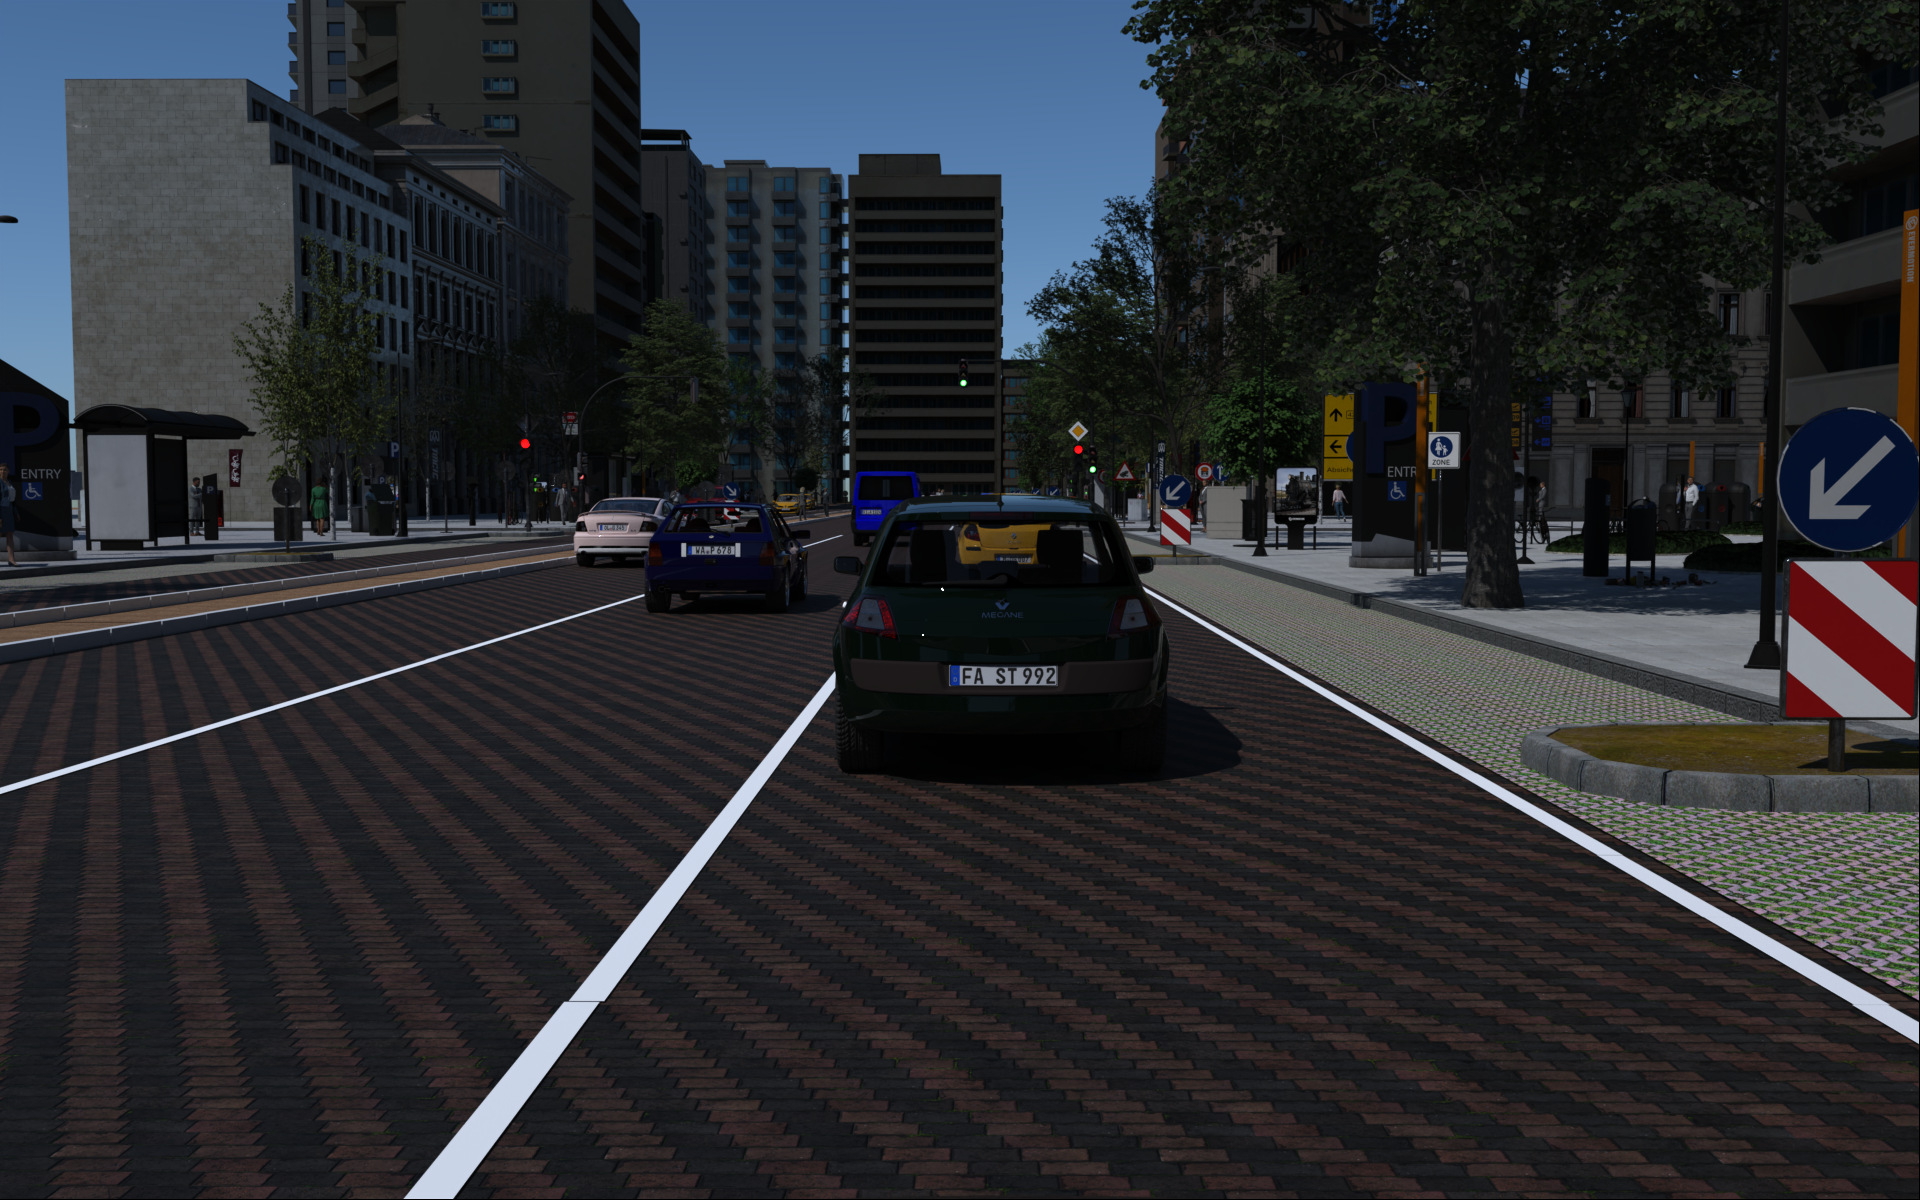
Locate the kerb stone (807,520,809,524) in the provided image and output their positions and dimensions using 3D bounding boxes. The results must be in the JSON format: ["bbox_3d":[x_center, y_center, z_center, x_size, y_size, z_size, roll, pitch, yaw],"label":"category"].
[{"bbox_3d":[-7.460,-3.730,83.180,0.120,0.150,1.000,0,4,1],"label":"kerb stone"}]

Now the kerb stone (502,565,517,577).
[{"bbox_3d":[-7.998,-0.500,30.366,0.120,0.150,1.000,0,4,1],"label":"kerb stone"}]

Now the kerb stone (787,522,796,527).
[{"bbox_3d":[-7.518,-3.354,77.034,0.120,0.150,1.000,0,4,1],"label":"kerb stone"}]

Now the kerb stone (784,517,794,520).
[{"bbox_3d":[-9.431,-4.479,95.538,0.120,0.150,1.000,0,4,1],"label":"kerb stone"}]

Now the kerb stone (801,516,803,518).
[{"bbox_3d":[-9.377,-4.798,100.676,0.120,0.150,1.000,0,4,1],"label":"kerb stone"}]

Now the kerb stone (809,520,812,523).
[{"bbox_3d":[-7.443,-3.792,84.202,0.120,0.150,1.000,0,4,1],"label":"kerb stone"}]

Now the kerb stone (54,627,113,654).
[{"bbox_3d":[-8.149,0.380,15.978,0.120,0.150,1.000,0,4,1],"label":"kerb stone"}]

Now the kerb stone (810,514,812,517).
[{"bbox_3d":[-9.329,-5.115,105.820,0.120,0.150,1.000,0,4,1],"label":"kerb stone"}]

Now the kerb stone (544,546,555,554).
[{"bbox_3d":[-9.982,-1.190,41.657,0.120,0.150,1.000,0,4,1],"label":"kerb stone"}]

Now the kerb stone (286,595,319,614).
[{"bbox_3d":[-8.093,0.066,21.108,0.120,0.150,1.000,0,4,1],"label":"kerb stone"}]

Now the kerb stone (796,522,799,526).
[{"bbox_3d":[-7.503,-3.416,78.065,0.120,0.150,1.000,0,4,1],"label":"kerb stone"}]

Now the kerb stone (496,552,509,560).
[{"bbox_3d":[-10.025,-0.940,37.565,0.120,0.150,1.000,0,4,1],"label":"kerb stone"}]

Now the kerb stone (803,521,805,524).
[{"bbox_3d":[-7.480,-3.601,81.136,0.120,0.150,1.000,0,4,1],"label":"kerb stone"}]

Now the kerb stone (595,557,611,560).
[{"bbox_3d":[-7.910,-1.001,38.559,0.120,0.150,1.000,0,4,1],"label":"kerb stone"}]

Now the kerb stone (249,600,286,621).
[{"bbox_3d":[-8.104,0.129,20.080,0.120,0.150,1.000,0,4,1],"label":"kerb stone"}]

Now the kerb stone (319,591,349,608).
[{"bbox_3d":[-8.082,0.003,22.144,0.120,0.150,1.000,0,4,1],"label":"kerb stone"}]

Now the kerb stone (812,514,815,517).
[{"bbox_3d":[-9.296,-5.240,107.867,0.120,0.150,1.000,0,4,1],"label":"kerb stone"}]

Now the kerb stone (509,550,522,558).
[{"bbox_3d":[-10.015,-1.003,38.590,0.120,0.150,1.000,0,4,1],"label":"kerb stone"}]

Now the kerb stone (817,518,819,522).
[{"bbox_3d":[-7.410,-4.044,88.310,0.120,0.150,1.000,0,4,1],"label":"kerb stone"}]

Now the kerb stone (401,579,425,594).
[{"bbox_3d":[-8.053,-0.185,25.220,0.120,0.150,1.000,0,4,1],"label":"kerb stone"}]

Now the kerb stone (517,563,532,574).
[{"bbox_3d":[-7.991,-0.563,31.396,0.120,0.150,1.000,0,4,1],"label":"kerb stone"}]

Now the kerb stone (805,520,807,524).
[{"bbox_3d":[-7.474,-3.663,82.158,0.120,0.150,1.000,0,4,1],"label":"kerb stone"}]

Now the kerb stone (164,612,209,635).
[{"bbox_3d":[-8.122,0.258,18.025,0.120,0.150,1.000,0,4,1],"label":"kerb stone"}]

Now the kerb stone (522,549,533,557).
[{"bbox_3d":[-10.007,-1.065,39.612,0.120,0.150,1.000,0,4,1],"label":"kerb stone"}]

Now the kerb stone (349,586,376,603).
[{"bbox_3d":[-8.078,-0.056,23.166,0.120,0.150,1.000,0,4,1],"label":"kerb stone"}]

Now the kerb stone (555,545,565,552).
[{"bbox_3d":[-9.978,-1.250,42.698,0.120,0.150,1.000,0,4,1],"label":"kerb stone"}]

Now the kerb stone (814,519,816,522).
[{"bbox_3d":[-7.426,-3.918,86.254,0.120,0.150,1.000,0,4,1],"label":"kerb stone"}]

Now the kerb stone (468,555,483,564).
[{"bbox_3d":[-10.047,-0.811,35.522,0.120,0.150,1.000,0,4,1],"label":"kerb stone"}]

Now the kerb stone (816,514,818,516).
[{"bbox_3d":[-9.283,-5.365,109.914,0.120,0.150,1.000,0,4,1],"label":"kerb stone"}]

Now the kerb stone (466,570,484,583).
[{"bbox_3d":[-8.016,-0.373,28.301,0.120,0.150,1.000,0,4,1],"label":"kerb stone"}]

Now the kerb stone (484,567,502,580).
[{"bbox_3d":[-8.005,-0.427,29.329,0.120,0.150,1.000,0,4,1],"label":"kerb stone"}]

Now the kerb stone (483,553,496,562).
[{"bbox_3d":[-10.039,-0.878,36.543,0.120,0.150,1.000,0,4,1],"label":"kerb stone"}]

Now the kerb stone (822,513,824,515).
[{"bbox_3d":[-9.238,-5.616,114.009,0.120,0.150,1.000,0,4,1],"label":"kerb stone"}]

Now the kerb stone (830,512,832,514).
[{"bbox_3d":[-9.185,-5.981,120.150,0.120,0.150,1.000,0,4,1],"label":"kerb stone"}]

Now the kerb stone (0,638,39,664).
[{"bbox_3d":[-8.159,0.443,14.954,0.120,0.150,1.000,0,4,1],"label":"kerb stone"}]

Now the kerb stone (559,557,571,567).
[{"bbox_3d":[-7.965,-0.750,34.465,0.120,0.150,1.000,0,4,1],"label":"kerb stone"}]

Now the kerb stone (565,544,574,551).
[{"bbox_3d":[-9.960,-1.316,43.719,0.120,0.150,1.000,0,4,1],"label":"kerb stone"}]

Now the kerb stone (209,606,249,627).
[{"bbox_3d":[-8.123,0.192,19.057,0.120,0.150,1.000,0,4,1],"label":"kerb stone"}]

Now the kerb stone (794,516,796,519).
[{"bbox_3d":[-9.423,-4.547,96.561,0.120,0.150,1.000,0,4,1],"label":"kerb stone"}]

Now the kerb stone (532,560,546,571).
[{"bbox_3d":[-7.987,-0.620,32.419,0.120,0.150,1.000,0,4,1],"label":"kerb stone"}]

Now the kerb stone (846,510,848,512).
[{"bbox_3d":[-9.029,-6.869,134.514,0.120,0.150,1.000,0,4,1],"label":"kerb stone"}]

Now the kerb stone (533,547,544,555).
[{"bbox_3d":[-9.996,-1.128,40.634,0.120,0.150,1.000,0,4,1],"label":"kerb stone"}]

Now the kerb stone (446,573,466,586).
[{"bbox_3d":[-8.035,-0.311,27.276,0.120,0.150,1.000,0,4,1],"label":"kerb stone"}]

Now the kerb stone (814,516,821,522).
[{"bbox_3d":[-7.399,-4.105,89.349,0.120,0.150,1.000,0,4,1],"label":"kerb stone"}]

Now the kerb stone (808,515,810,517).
[{"bbox_3d":[-9.335,-5.051,104.786,0.120,0.150,1.000,0,4,1],"label":"kerb stone"}]

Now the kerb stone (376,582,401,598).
[{"bbox_3d":[-8.071,-0.123,24.198,0.120,0.150,1.000,0,4,1],"label":"kerb stone"}]

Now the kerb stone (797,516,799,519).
[{"bbox_3d":[-9.404,-4.675,98.623,0.120,0.150,1.000,0,4,1],"label":"kerb stone"}]

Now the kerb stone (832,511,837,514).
[{"bbox_3d":[-9.129,-6.242,124.247,0.120,0.150,1.000,0,4,1],"label":"kerb stone"}]

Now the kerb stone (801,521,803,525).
[{"bbox_3d":[-7.486,-3.542,80.110,0.120,0.150,1.000,0,4,1],"label":"kerb stone"}]

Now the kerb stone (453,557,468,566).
[{"bbox_3d":[-10.067,-0.753,34.500,0.120,0.150,1.000,0,4,1],"label":"kerb stone"}]

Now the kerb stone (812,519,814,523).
[{"bbox_3d":[-7.439,-3.855,85.224,0.120,0.150,1.000,0,4,1],"label":"kerb stone"}]

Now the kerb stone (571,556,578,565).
[{"bbox_3d":[-7.947,-0.805,35.487,0.120,0.150,1.000,0,4,1],"label":"kerb stone"}]

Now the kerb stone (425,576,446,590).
[{"bbox_3d":[-8.047,-0.245,26.249,0.120,0.150,1.000,0,4,1],"label":"kerb stone"}]

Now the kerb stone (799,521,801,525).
[{"bbox_3d":[-7.507,-3.480,79.088,0.120,0.150,1.000,0,4,1],"label":"kerb stone"}]

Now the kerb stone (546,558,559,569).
[{"bbox_3d":[-7.973,-0.686,33.443,0.120,0.150,1.000,0,4,1],"label":"kerb stone"}]

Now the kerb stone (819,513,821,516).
[{"bbox_3d":[-9.262,-5.487,111.959,0.120,0.150,1.000,0,4,1],"label":"kerb stone"}]

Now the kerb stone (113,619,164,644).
[{"bbox_3d":[-8.136,0.318,17.003,0.120,0.150,1.000,0,4,1],"label":"kerb stone"}]
